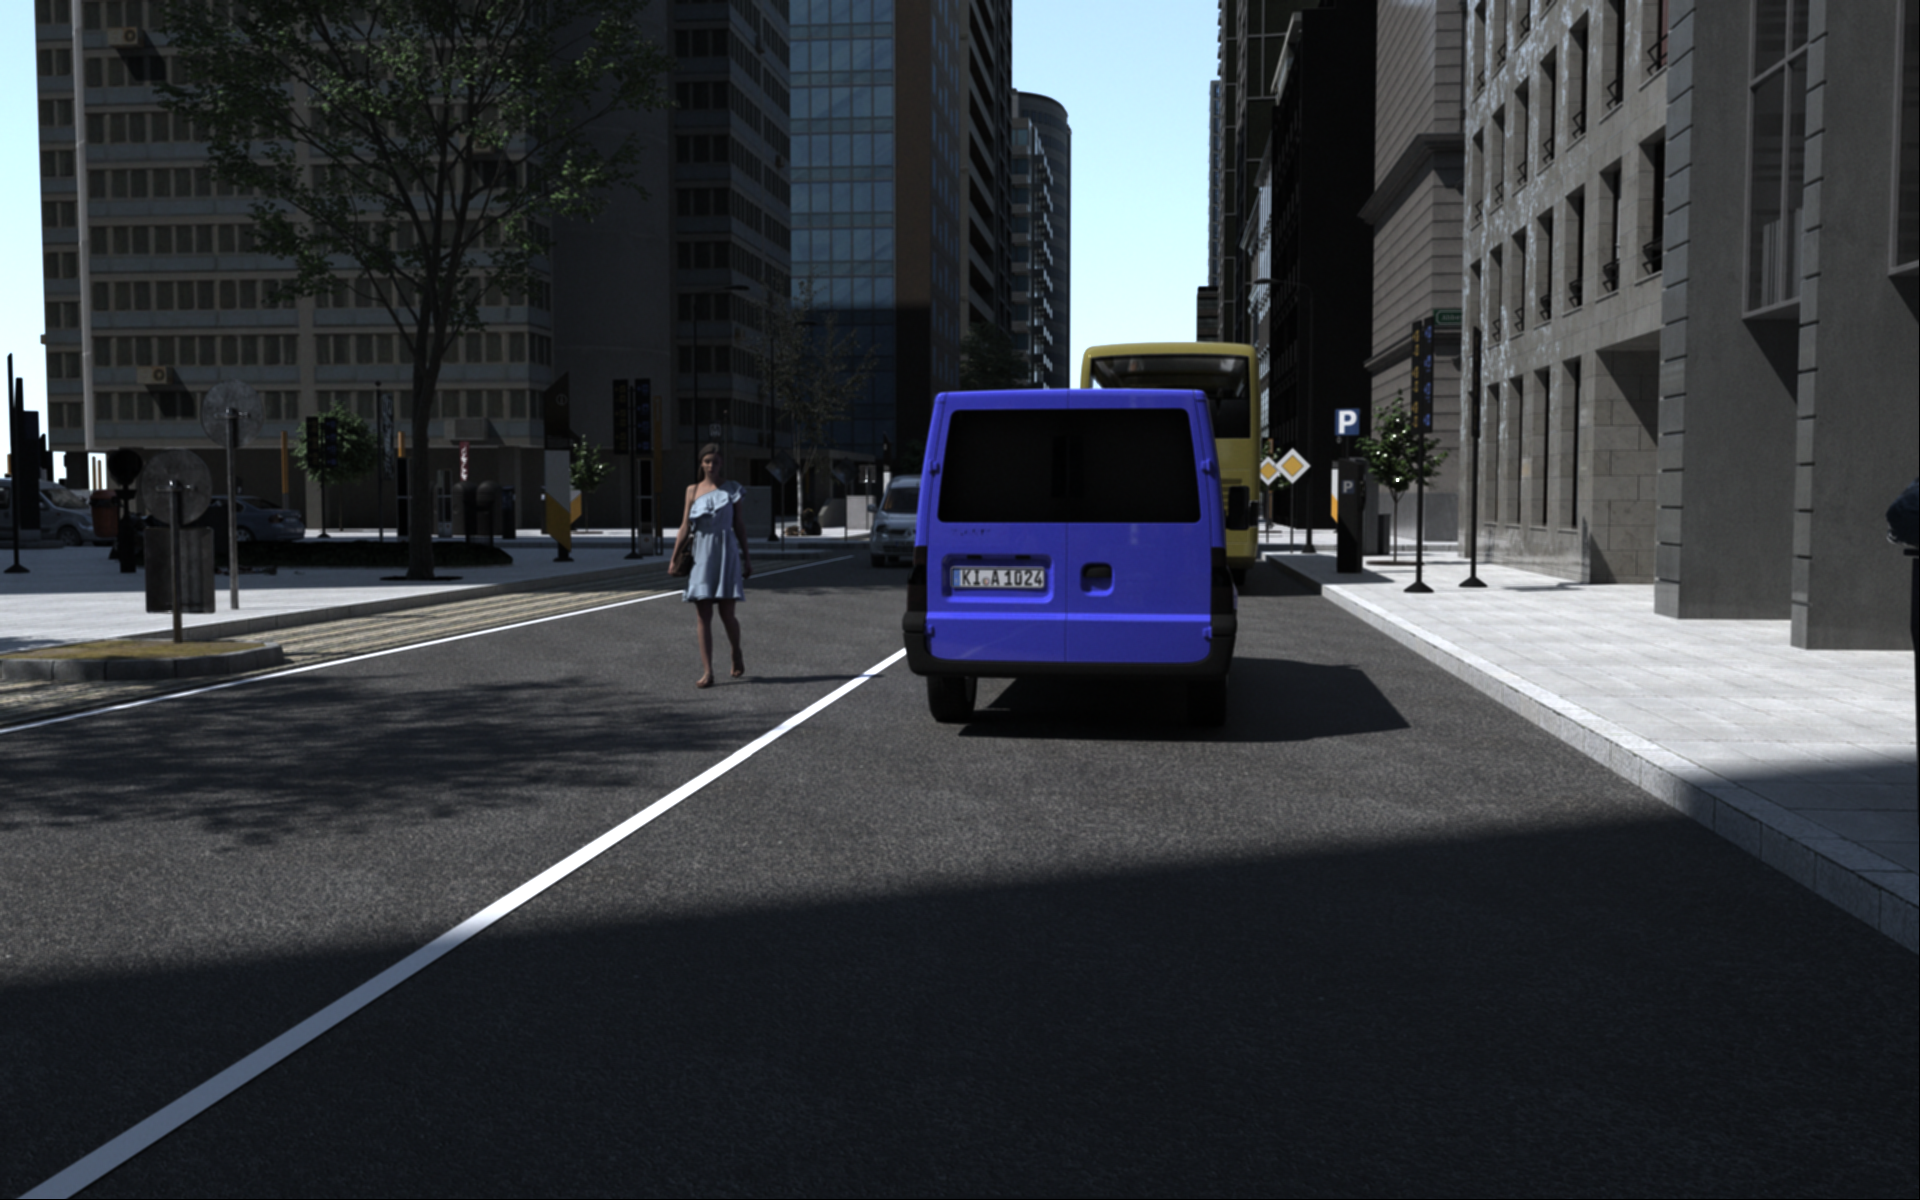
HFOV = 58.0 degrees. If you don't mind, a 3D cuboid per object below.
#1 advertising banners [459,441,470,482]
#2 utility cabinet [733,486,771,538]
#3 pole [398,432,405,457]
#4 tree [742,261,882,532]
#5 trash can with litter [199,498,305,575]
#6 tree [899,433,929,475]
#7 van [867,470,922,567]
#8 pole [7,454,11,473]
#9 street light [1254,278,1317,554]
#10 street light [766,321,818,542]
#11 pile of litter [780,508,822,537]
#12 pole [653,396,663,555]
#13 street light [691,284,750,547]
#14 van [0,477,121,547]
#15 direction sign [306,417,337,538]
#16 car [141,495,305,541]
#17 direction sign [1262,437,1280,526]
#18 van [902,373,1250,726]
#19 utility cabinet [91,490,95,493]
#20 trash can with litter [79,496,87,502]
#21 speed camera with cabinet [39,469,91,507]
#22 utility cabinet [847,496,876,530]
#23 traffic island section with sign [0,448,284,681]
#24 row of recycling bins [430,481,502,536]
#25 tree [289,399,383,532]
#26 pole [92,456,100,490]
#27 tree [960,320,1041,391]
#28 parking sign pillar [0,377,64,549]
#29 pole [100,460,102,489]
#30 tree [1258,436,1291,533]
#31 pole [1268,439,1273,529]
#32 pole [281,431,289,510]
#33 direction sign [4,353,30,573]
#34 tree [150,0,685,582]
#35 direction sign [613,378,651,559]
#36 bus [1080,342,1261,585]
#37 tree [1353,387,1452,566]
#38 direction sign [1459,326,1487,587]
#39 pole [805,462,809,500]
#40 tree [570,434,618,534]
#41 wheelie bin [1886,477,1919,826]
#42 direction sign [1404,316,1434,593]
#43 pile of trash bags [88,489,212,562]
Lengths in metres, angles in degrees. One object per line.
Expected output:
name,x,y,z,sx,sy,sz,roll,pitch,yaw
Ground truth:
advertising banners,-16.863,-3.736,57.272,2.074,3.025,0.090,3,4,36
utility cabinet,-6.024,-2.551,50.382,1.173,1.500,0.318,0,4,-8
pole,-18.269,-3.847,56.747,0.158,3.312,0.155,0,3,0
tree,-4.927,-6.418,55.301,4.360,8.622,3.978,0,3,0
trash can with litter,-11.638,-1.018,27.706,2.233,1.210,1.678,1,4,12
tree,-1.515,-6.422,88.705,4.285,4.588,4.351,0,3,0
van,-0.825,-1.735,35.382,2.013,2.044,4.112,0,4,4
pole,-48.212,-5.755,87.944,0.158,3.312,0.155,0,3,0
street light,7.013,-3.965,37.361,1.470,5.913,1.316,0,4,6
street light,-4.509,-4.528,46.566,1.470,5.913,1.316,0,4,6
pile of litter,-4.913,-2.396,53.139,1.176,0.858,1.719,3,5,40
pole,-6.312,-2.590,36.194,0.158,3.312,0.155,0,3,0
street light,-5.356,-4.039,38.577,1.470,5.913,1.316,0,4,6
van,-23.691,-2.300,44.617,4.112,2.044,2.013,0,4,7
direction sign,-18.762,-3.608,50.981,0.876,3.537,0.379,-3,5,-40
car,-18.968,-1.950,43.892,4.499,1.417,2.014,0,4,7
direction sign,12.422,-4.729,69.317,0.876,3.537,0.379,-2,4,-27
van,0.981,-0.494,12.463,2.240,2.365,5.245,1,4,8
utility cabinet,-42.915,-4.788,86.957,1.173,1.500,0.318,-3,5,-42
trash can with litter,-26.972,-2.583,53.297,2.233,1.210,1.678,3,4,38
speed camera with cabinet,-31.674,-4.067,60.839,2.038,3.252,0.660,-2,4,-27
utility cabinet,-3.556,-3.135,62.414,1.020,1.237,0.306,1,4,17
traffic island section with sign,-6.721,-0.339,14.168,1.989,1.847,2.006,0,4,6
row of recycling bins,-15.578,-2.858,53.840,3.534,1.692,1.069,2,4,33
tree,-21.282,-4.618,59.210,4.285,4.588,4.351,0,3,0
pole,-46.714,-6.096,93.507,0.158,3.312,0.155,0,3,0
tree,1.836,-11.945,113.425,7.486,12.596,7.792,0,3,0
parking sign pillar,-21.950,-3.196,40.734,1.447,3.967,1.447,-2,4,-32
pole,-51.390,-6.706,103.494,0.158,3.312,0.155,0,3,0
tree,10.094,-3.842,57.425,1.663,3.219,1.824,0,3,0
pole,11.439,-4.281,63.841,0.158,3.312,0.155,0,3,0
pole,-21.897,-3.815,56.216,0.158,3.312,0.155,0,3,0
direction sign,-15.412,-2.214,28.197,0.379,3.537,0.876,-2,4,-31
tree,-7.887,-6.105,25.566,9.928,11.665,9.643,0,3,0
direction sign,-6.463,-2.580,34.178,0.876,3.537,0.379,2,4,25
bus,3.698,-2.359,30.122,2.896,3.916,12.252,0,4,7
tree,8.043,-2.249,31.373,1.663,3.219,1.824,0,3,0
direction sign,7.098,-1.948,23.854,0.379,3.537,0.876,1,4,22
pole,-7.949,-5.892,90.178,0.158,3.312,0.155,0,3,0
tree,-12.225,-3.775,56.323,1.663,3.219,1.824,0,3,0
wheelie bin,3.921,0.091,6.422,0.980,1.594,0.693,0,4,5
direction sign,6.000,-1.868,22.545,0.379,3.537,0.876,0,4,-2
pile of trash bags,-15.947,-1.497,34.223,1.912,1.369,3.447,1,4,9
